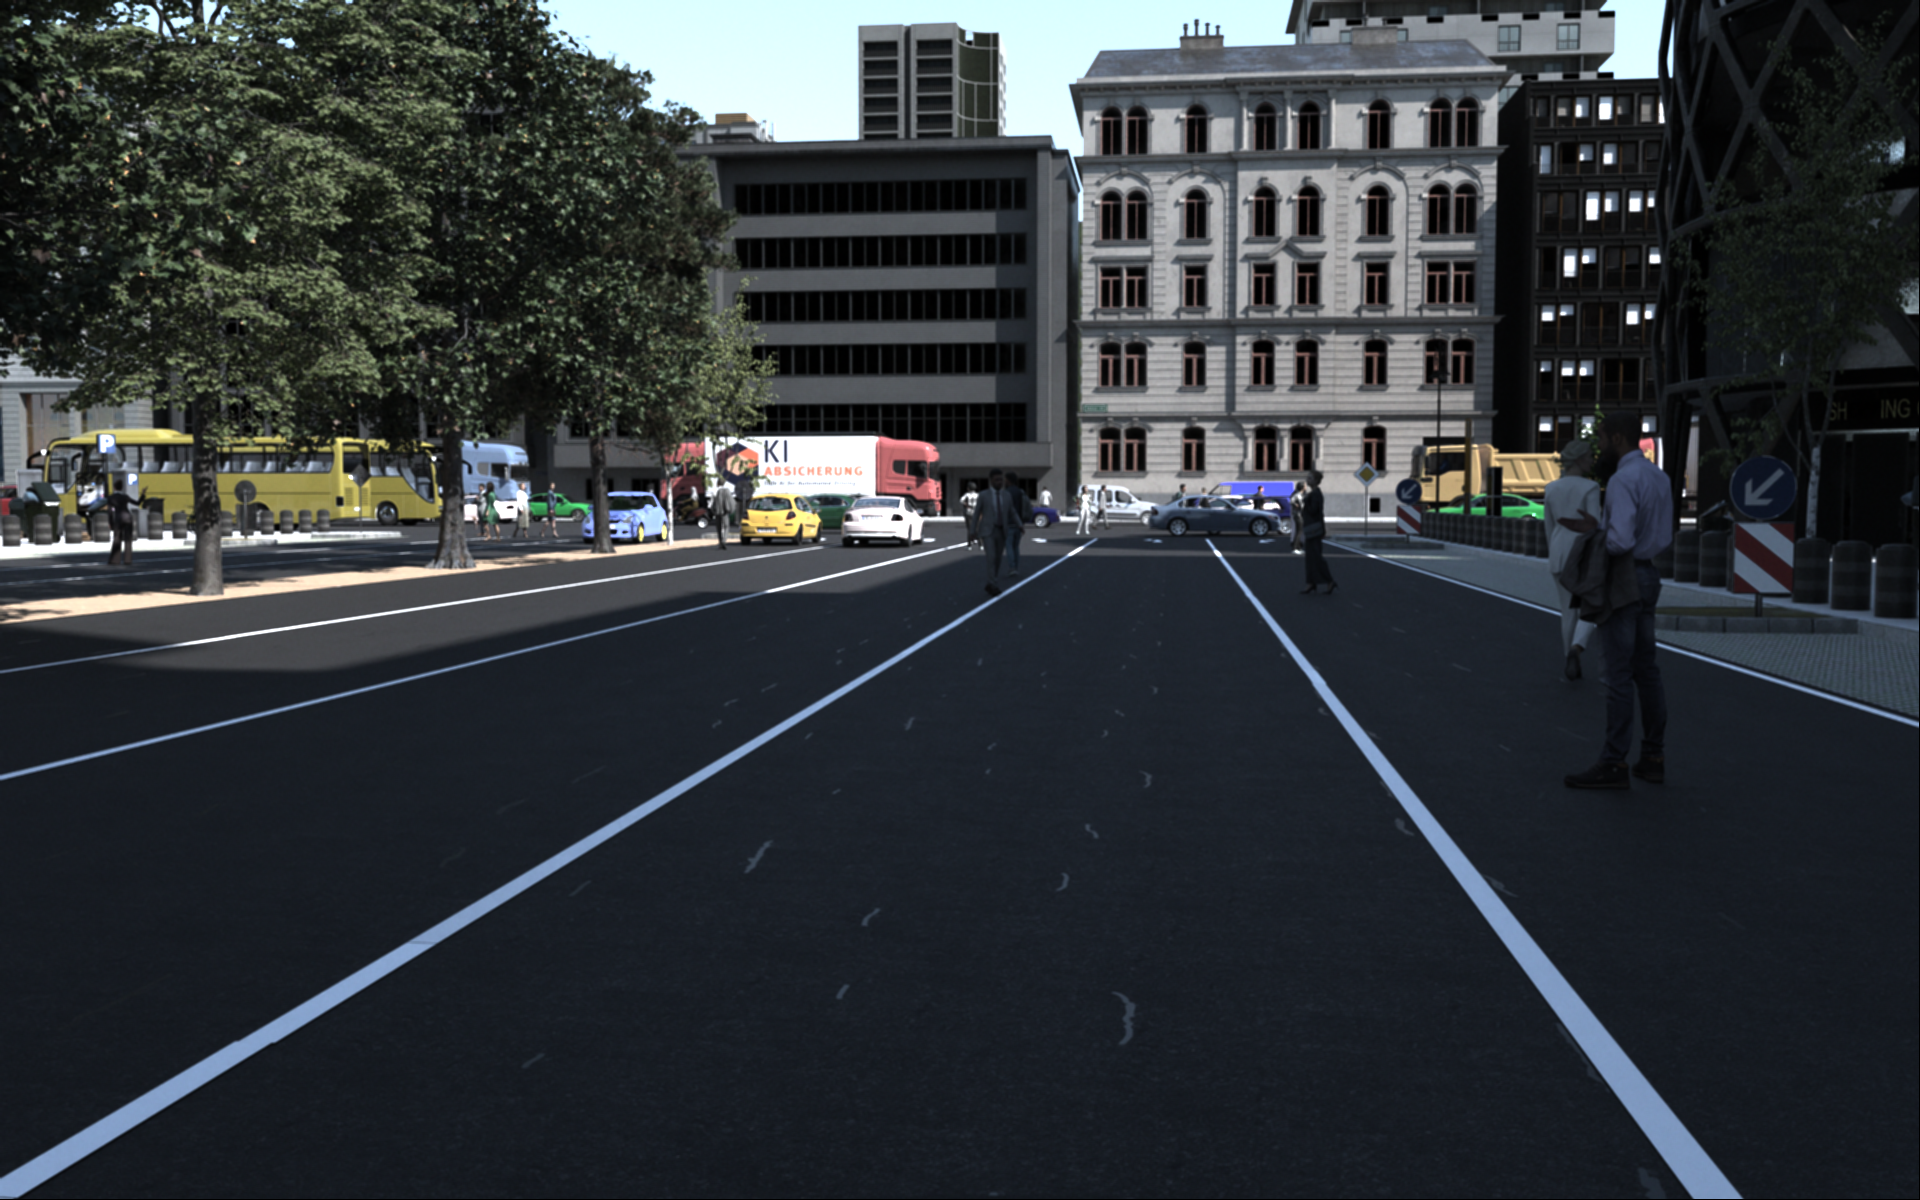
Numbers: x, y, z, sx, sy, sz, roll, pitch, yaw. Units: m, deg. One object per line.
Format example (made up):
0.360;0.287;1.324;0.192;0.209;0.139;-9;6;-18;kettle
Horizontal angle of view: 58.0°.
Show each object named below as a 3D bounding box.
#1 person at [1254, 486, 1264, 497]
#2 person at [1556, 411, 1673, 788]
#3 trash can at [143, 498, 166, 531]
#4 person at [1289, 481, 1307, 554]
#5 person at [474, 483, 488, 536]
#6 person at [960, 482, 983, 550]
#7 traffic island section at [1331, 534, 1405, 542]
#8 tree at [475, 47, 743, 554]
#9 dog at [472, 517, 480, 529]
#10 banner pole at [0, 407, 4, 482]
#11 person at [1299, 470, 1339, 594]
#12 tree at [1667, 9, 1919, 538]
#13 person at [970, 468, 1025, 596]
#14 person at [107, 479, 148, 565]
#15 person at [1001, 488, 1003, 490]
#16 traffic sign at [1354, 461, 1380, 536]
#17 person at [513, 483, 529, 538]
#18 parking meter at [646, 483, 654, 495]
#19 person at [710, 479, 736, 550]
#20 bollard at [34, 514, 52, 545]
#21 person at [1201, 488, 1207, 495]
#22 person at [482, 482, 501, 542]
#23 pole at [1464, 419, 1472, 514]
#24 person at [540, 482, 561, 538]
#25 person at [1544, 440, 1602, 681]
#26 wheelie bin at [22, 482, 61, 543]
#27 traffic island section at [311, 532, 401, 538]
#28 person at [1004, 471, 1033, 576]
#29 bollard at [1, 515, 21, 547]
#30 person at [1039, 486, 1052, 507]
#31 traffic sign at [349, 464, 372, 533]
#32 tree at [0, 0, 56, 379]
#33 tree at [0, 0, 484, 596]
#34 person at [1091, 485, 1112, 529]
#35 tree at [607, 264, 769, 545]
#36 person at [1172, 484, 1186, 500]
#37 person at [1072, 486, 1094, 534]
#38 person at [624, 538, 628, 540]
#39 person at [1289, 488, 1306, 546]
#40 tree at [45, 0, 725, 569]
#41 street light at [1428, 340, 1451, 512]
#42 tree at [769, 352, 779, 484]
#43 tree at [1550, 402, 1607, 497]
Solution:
11.639;-3.510;66.411;0.750;1.759;0.617;-1;4;-8;person
3.197;-0.015;8.618;0.599;1.838;0.709;3;5;44;person
-26.384;-2.753;56.659;0.748;1.137;0.748;0;3;0;trash can
8.117;-1.975;41.514;0.376;1.734;0.841;2;4;25;person
-16.504;-3.115;59.612;0.511;1.800;0.466;2;4;31;person
0.334;-2.161;44.552;0.841;1.734;0.376;-1;4;-21;person
12.500;-1.894;53.251;2.009;0.180;2.903;0;4;7;traffic island section
-8.679;-7.142;41.281;6.751;12.117;7.091;0;3;0;tree
-19.734;-3.169;71.105;0.406;0.507;0.540;1;4;15;dog
-24.346;-3.266;43.419;0.401;3.779;0.863;2;4;28;banner pole
5.157;-0.982;24.973;0.534;1.772;0.576;0;4;-5;person
13.417;-4.701;27.229;4.737;8.622;4.395;0;3;0;tree
0.496;-0.958;24.433;0.678;1.792;0.850;-1;4;-22;person
-16.939;-1.586;35.232;0.742;1.727;0.445;-3;5;-45;person
2.033;-4.588;84.244;0.376;1.734;0.841;1;4;13;person
12.476;-3.030;53.176;0.795;2.450;0.064;0;4;7;traffic sign
-14.358;-2.927;56.587;0.641;1.798;0.478;2;4;34;person
-16.960;-5.452;94.846;0.399;1.863;0.255;-3;5;-40;parking meter
-6.137;-2.218;44.860;0.679;1.850;0.850;0;4;-2;person
-23.018;-1.759;43.473;0.404;0.777;0.398;0;3;0;bollard
11.096;-4.237;78.523;0.760;1.731;0.466;2;4;29;person
-14.094;-2.649;52.064;0.529;1.795;0.600;-1;4;-14;person
13.782;-3.251;47.002;0.158;3.312;0.155;0;3;0;pole
-13.356;-2.929;56.421;0.654;1.822;0.581;0;4;8;person
4.685;-0.297;13.232;0.514;1.842;0.818;2;4;33;person
-23.985;-2.280;45.192;0.693;1.594;0.980;1;4;12;wheelie bin
-19.802;-2.135;57.187;2.009;0.180;2.903;0;4;7;traffic island section
0.861;-1.329;30.217;0.794;1.824;0.713;-1;4;-14;person
-23.164;-1.686;42.280;0.404;0.777;0.398;0;3;0;bollard
4.436;-4.962;89.479;0.661;1.843;0.795;-1;4;-22;person
-19.777;-3.271;57.122;0.795;2.450;0.064;0;4;7;traffic sign
-12.064;-5.899;15.922;9.611;12.733;9.660;0;3;0;tree
-10.652;-6.353;24.450;7.486;12.596;7.792;0;3;0;tree
5.752;-3.761;70.269;0.850;1.792;0.678;0;4;-5;person
-8.092;-5.817;47.934;4.737;8.622;4.395;0;3;0;tree
8.730;-3.638;67.967;0.713;1.824;0.794;3;5;43;person
4.418;-3.216;61.799;0.841;1.734;0.376;-1;4;-15;person
-10.744;-2.443;53.934;0.738;1.151;1.012;3;4;39;person
9.281;-2.335;47.343;0.551;1.740;0.621;0;4;5;person
-9.736;-6.948;33.064;9.611;12.733;9.660;0;3;0;tree
14.359;-4.843;51.973;0.468;5.910;1.993;0;4;7;street light
-7.397;-6.142;53.242;4.737;8.622;4.395;0;3;0;tree
13.376;-2.576;36.719;1.663;3.219;1.824;0;3;0;tree
